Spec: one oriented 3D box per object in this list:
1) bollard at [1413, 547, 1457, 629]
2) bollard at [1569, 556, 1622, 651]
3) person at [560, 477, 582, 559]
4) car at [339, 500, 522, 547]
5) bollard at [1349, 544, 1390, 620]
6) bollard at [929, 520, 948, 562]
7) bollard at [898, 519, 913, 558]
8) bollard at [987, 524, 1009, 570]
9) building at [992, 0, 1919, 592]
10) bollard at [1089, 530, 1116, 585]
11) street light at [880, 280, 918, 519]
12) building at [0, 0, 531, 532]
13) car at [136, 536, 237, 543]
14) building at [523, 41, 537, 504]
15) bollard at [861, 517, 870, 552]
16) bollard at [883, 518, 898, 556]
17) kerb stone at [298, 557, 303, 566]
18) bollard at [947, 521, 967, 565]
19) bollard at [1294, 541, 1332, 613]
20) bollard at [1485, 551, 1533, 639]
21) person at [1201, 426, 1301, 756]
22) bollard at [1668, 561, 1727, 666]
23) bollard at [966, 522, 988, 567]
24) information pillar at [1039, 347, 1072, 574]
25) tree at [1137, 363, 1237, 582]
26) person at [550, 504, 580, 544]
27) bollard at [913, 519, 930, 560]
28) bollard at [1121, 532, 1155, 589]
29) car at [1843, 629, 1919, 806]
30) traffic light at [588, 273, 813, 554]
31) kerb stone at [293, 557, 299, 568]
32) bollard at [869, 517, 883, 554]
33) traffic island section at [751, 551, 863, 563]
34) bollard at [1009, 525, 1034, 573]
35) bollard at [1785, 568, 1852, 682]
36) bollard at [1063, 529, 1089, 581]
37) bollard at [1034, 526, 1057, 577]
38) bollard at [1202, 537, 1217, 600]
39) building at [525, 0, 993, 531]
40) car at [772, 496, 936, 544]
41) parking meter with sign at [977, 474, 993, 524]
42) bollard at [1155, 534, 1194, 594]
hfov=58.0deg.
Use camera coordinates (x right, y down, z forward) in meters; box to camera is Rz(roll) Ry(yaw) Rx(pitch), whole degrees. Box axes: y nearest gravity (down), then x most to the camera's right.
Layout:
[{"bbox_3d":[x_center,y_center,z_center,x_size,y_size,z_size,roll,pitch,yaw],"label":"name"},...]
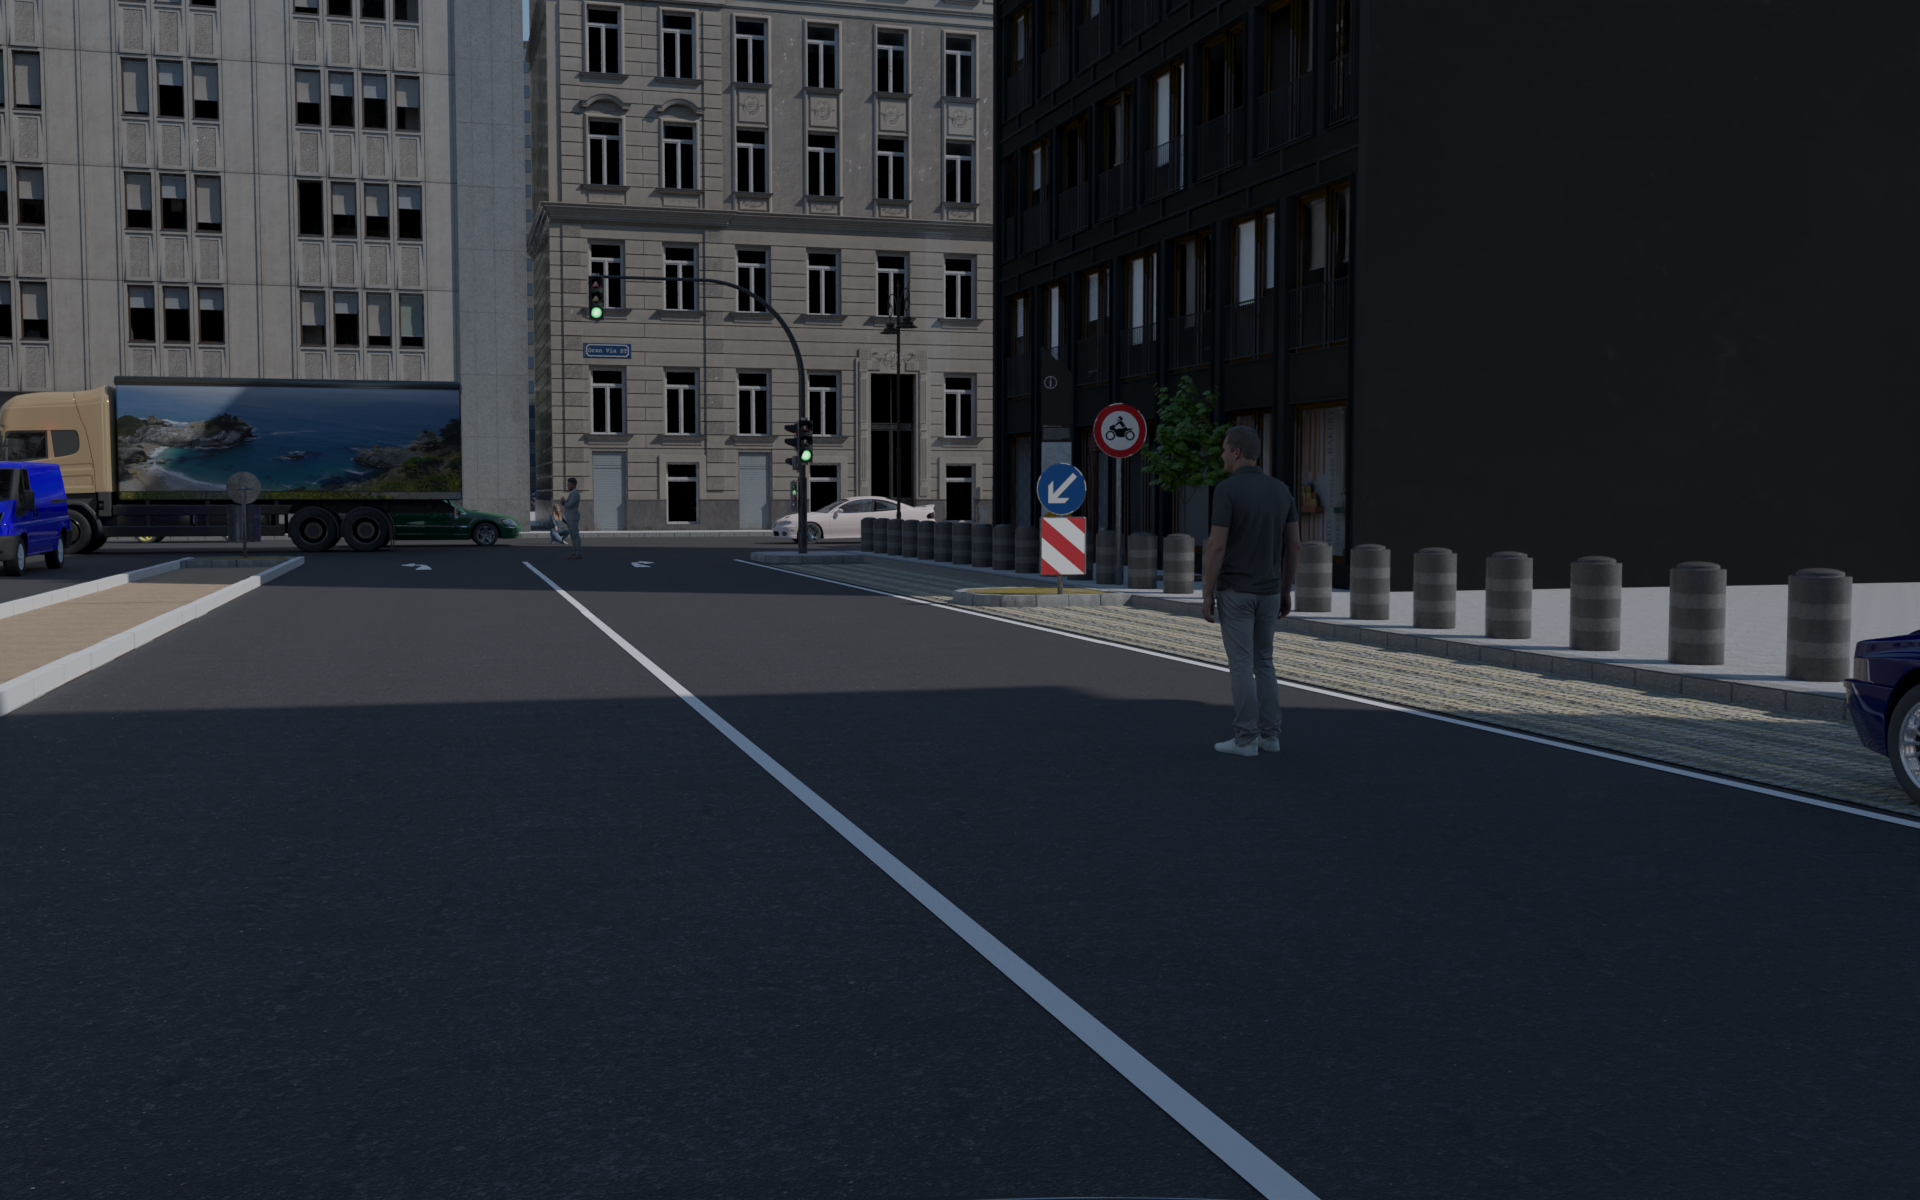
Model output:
[{"bbox_3d":[4.551,-0.115,16.602,0.404,0.777,0.398,0,3,0],"label":"bollard"},{"bbox_3d":[5.243,0.026,14.288,0.404,0.777,0.398,0,3,0],"label":"bollard"},{"bbox_3d":[-8.640,-1.817,38.393,0.466,1.800,0.511,-3,4,-37],"label":"person"},{"bbox_3d":[-14.645,-2.204,47.837,4.920,1.459,2.131,-1,4,-18],"label":"car"},{"bbox_3d":[4.204,-0.186,17.761,0.404,0.777,0.398,0,3,0],"label":"bollard"},{"bbox_3d":[-0.284,-1.106,32.794,0.404,0.777,0.398,0,3,0],"label":"bollard"},{"bbox_3d":[-0.971,-1.247,35.106,0.404,0.777,0.398,0,3,0],"label":"bollard"},{"bbox_3d":[0.752,-0.893,29.324,0.404,0.777,0.398,0,3,0],"label":"bollard"},{"bbox_3d":[8.856,-12.322,31.139,12.332,23.373,15.834,-1,4,-17],"label":"building"},{"bbox_3d":[2.136,-0.610,24.698,0.404,0.777,0.398,0,3,0],"label":"bollard"},{"bbox_3d":[-1.330,-3.958,37.497,0.468,5.910,1.993,-1,4,-17],"label":"street light"},{"bbox_3d":[-25.744,-14.841,60.668,19.932,24.808,12.078,-1,4,-17],"label":"building"},{"bbox_3d":[-22.667,-2.560,51.443,3.694,1.707,1.945,-1,4,-16],"label":"car"},{"bbox_3d":[-50.161,-41.729,224.270,28.212,58.520,21.231,-1,4,-17],"label":"building"},{"bbox_3d":[-2.012,-1.460,38.588,0.404,0.777,0.398,0,3,0],"label":"bollard"},{"bbox_3d":[-1.317,-1.317,36.257,0.404,0.777,0.398,0,3,0],"label":"bollard"},{"bbox_3d":[-13.124,-0.735,34.210,0.120,0.150,1.000,-1,4,-17],"label":"kerb stone"},{"bbox_3d":[0.061,-1.034,31.630,0.404,0.777,0.398,0,3,0],"label":"bollard"},{"bbox_3d":[3.861,-0.257,18.924,0.404,0.777,0.398,0,3,0],"label":"bollard"},{"bbox_3d":[4.896,-0.045,15.451,0.404,0.777,0.398,0,3,0],"label":"bollard"},{"bbox_3d":[1.594,-0.060,9.602,0.598,1.807,0.434,-1,4,-18],"label":"person"},{"bbox_3d":[5.587,0.097,13.128,0.404,0.777,0.398,0,3,0],"label":"bollard"},{"bbox_3d":[0.407,-0.964,30.476,0.404,0.777,0.398,0,3,0],"label":"bollard"},{"bbox_3d":[1.528,-2.223,27.702,0.504,3.616,0.183,0,4,2],"label":"information pillar"},{"bbox_3d":[3.237,-1.902,25.702,1.663,3.219,1.824,0,3,0],"label":"tree"},{"bbox_3d":[-11.374,-2.177,49.599,0.738,1.151,1.012,3,5,41],"label":"person"},{"bbox_3d":[-0.631,-1.176,33.944,0.404,0.777,0.398,0,3,0],"label":"bollard"},{"bbox_3d":[2.480,-0.540,23.546,0.404,0.777,0.398,0,3,0],"label":"bollard"},{"bbox_3d":[5.508,0.353,6.813,1.945,1.354,3.894,-1,4,-16],"label":"car"},{"bbox_3d":[-5.401,-3.783,36.518,4.771,5.953,1.251,-1,4,-17],"label":"traffic light"},{"bbox_3d":[-12.830,-0.675,33.228,0.120,0.150,1.000,-1,4,-17],"label":"kerb stone"},{"bbox_3d":[-1.661,-1.388,37.413,0.404,0.777,0.398,0,3,0],"label":"bollard"},{"bbox_3d":[-3.380,-0.923,37.378,2.009,0.180,2.903,-1,4,-17],"label":"traffic island section"},{"bbox_3d":[1.096,-0.823,28.172,0.404,0.777,0.398,0,3,0],"label":"bollard"},{"bbox_3d":[5.936,0.168,11.972,0.404,0.777,0.398,0,3,0],"label":"bollard"},{"bbox_3d":[1.793,-0.681,25.850,0.404,0.777,0.398,0,3,0],"label":"bollard"},{"bbox_3d":[1.444,-0.752,27.010,0.404,0.777,0.398,0,3,0],"label":"bollard"},{"bbox_3d":[3.171,-0.398,21.226,0.404,0.777,0.398,0,3,0],"label":"bollard"},{"bbox_3d":[-4.016,-16.531,67.550,25.104,27.353,12.463,-1,4,-17],"label":"building"},{"bbox_3d":[-3.101,-2.343,50.665,4.827,1.381,2.083,-1,4,-15],"label":"car"},{"bbox_3d":[1.499,-4.083,63.010,1.738,3.016,0.543,0,4,-8],"label":"parking meter with sign"},{"bbox_3d":[2.826,-0.469,22.386,0.404,0.777,0.398,0,3,0],"label":"bollard"}]
